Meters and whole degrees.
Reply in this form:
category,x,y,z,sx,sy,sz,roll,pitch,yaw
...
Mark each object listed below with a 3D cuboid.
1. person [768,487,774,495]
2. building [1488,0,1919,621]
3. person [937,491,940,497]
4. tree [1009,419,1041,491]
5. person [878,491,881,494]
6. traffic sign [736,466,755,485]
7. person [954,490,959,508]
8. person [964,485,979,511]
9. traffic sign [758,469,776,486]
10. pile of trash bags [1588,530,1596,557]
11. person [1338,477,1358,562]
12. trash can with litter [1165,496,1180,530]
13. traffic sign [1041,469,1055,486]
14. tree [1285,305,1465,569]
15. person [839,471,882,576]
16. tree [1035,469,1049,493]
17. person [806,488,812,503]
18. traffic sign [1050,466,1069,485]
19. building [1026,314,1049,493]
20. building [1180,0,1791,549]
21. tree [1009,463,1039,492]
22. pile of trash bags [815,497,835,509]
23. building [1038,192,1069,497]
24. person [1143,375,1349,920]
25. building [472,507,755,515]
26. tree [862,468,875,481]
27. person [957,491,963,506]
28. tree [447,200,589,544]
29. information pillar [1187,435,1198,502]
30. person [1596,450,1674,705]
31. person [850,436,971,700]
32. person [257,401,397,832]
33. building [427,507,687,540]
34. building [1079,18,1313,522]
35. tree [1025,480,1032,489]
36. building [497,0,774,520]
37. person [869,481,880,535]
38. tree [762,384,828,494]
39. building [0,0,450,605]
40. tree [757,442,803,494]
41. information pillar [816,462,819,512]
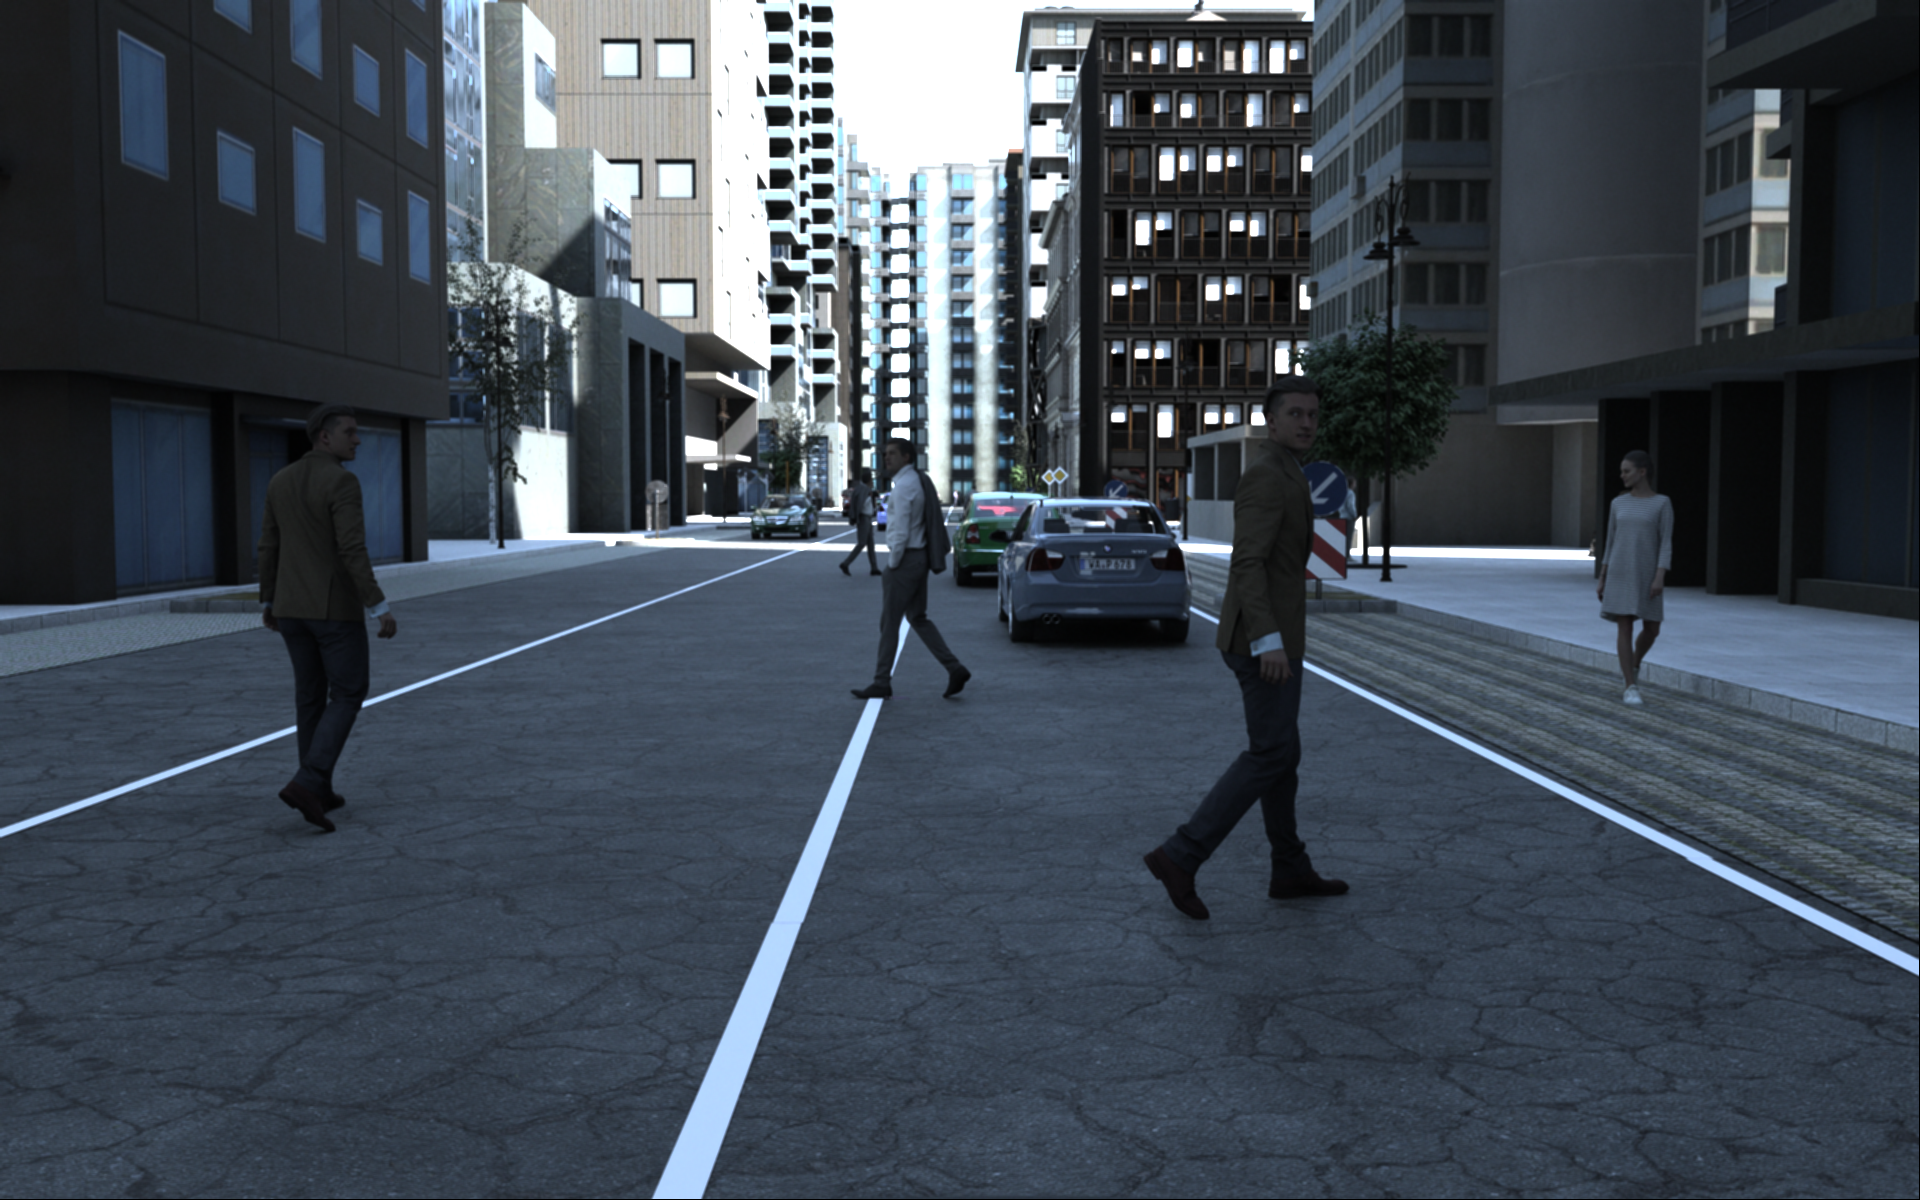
category,x,y,z,sx,sy,sz,roll,pitch,yaw
person,-13.238,-6.978,120.378,0.529,1.795,0.600,-2,4,-32
building,19.243,-21.878,12.337,22.147,44.769,28.867,0,3,0
person,-2.407,-10.640,183.136,0.551,1.740,0.621,1,4,21
tree,6.424,-12.927,161.725,4.360,8.622,3.978,0,3,0
person,-7.525,-9.127,158.440,0.721,1.743,1.217,-2,4,-33
traffic sign,-8.859,-4.241,71.527,0.795,2.593,0.064,0,3,0
person,-0.344,-10.423,178.778,0.599,1.838,0.709,1,4,17
person,0.528,-3.874,71.961,0.709,1.813,0.853,0,4,-2
traffic sign,-8.872,-4.729,79.512,0.795,2.593,0.064,0,3,0
pile of trash bags,14.732,-1.567,35.376,3.447,1.369,1.912,-1,4,-19
person,7.336,-1.519,32.693,0.330,1.601,0.589,0,4,-6
trash can with litter,7.968,-3.117,62.018,2.233,1.210,1.678,1,4,16
traffic sign,4.122,-4.729,79.513,0.795,2.593,0.064,0,3,0
tree,7.199,-2.853,30.366,4.285,4.588,4.351,0,3,0
person,-1.700,-1.335,30.431,0.850,1.850,0.679,0,4,-2
tree,6.952,-8.685,136.594,1.663,3.219,1.824,0,3,0
person,-10.696,-7.057,122.426,0.512,1.701,0.522,1,4,9
traffic sign,4.135,-4.241,71.528,0.795,2.593,0.064,0,3,0
building,13.975,-17.055,146.300,16.820,18.784,16.811,0,3,0
building,23.167,-21.742,47.360,32.217,40.220,23.993,0,3,0
tree,6.276,-11.414,170.334,4.285,4.588,4.351,0,3,0
pile of trash bags,-12.810,-8.822,153.987,3.447,1.369,1.912,0,4,-1
building,11.437,-17.903,121.591,11.050,23.489,19.941,0,3,0
person,1.037,0.150,5.963,0.836,1.842,0.656,-1,4,-21
building,-22.826,-50.239,134.081,22.319,86.520,31.000,0,3,0
tree,-11.653,-13.557,205.367,4.285,4.588,4.351,0,3,0
person,-0.113,-11.978,204.430,0.705,1.814,1.350,-3,5,-43
tree,-11.787,-5.750,44.367,4.360,8.622,3.978,0,3,0
information pillar,9.248,-4.760,69.180,0.504,3.616,0.183,1,4,18
person,4.664,-0.169,12.006,0.466,1.731,0.760,1,4,9
person,-0.341,-0.216,12.135,0.850,1.850,0.679,1,4,10
person,-2.771,0.052,7.568,0.656,1.842,0.836,0,4,-4
building,-26.542,-45.479,56.249,31.000,86.520,22.319,0,3,0
building,14.231,-15.620,85.066,15.834,23.373,12.332,0,3,0
tree,7.019,-10.526,166.693,1.663,3.219,1.824,0,3,0
building,-24.687,-30.711,91.360,28.713,52.752,27.495,0,3,0
person,-3.156,-3.256,61.099,0.474,1.900,0.648,3,4,37
tree,-10.945,-10.064,114.904,4.360,8.622,3.978,0,3,0
building,-16.788,-22.947,25.302,14.600,45.320,14.200,0,3,0
tree,-11.420,-7.719,109.914,4.285,4.588,4.351,0,3,0
information pillar,-10.434,-8.291,126.909,0.183,3.616,0.504,-1,4,-12
